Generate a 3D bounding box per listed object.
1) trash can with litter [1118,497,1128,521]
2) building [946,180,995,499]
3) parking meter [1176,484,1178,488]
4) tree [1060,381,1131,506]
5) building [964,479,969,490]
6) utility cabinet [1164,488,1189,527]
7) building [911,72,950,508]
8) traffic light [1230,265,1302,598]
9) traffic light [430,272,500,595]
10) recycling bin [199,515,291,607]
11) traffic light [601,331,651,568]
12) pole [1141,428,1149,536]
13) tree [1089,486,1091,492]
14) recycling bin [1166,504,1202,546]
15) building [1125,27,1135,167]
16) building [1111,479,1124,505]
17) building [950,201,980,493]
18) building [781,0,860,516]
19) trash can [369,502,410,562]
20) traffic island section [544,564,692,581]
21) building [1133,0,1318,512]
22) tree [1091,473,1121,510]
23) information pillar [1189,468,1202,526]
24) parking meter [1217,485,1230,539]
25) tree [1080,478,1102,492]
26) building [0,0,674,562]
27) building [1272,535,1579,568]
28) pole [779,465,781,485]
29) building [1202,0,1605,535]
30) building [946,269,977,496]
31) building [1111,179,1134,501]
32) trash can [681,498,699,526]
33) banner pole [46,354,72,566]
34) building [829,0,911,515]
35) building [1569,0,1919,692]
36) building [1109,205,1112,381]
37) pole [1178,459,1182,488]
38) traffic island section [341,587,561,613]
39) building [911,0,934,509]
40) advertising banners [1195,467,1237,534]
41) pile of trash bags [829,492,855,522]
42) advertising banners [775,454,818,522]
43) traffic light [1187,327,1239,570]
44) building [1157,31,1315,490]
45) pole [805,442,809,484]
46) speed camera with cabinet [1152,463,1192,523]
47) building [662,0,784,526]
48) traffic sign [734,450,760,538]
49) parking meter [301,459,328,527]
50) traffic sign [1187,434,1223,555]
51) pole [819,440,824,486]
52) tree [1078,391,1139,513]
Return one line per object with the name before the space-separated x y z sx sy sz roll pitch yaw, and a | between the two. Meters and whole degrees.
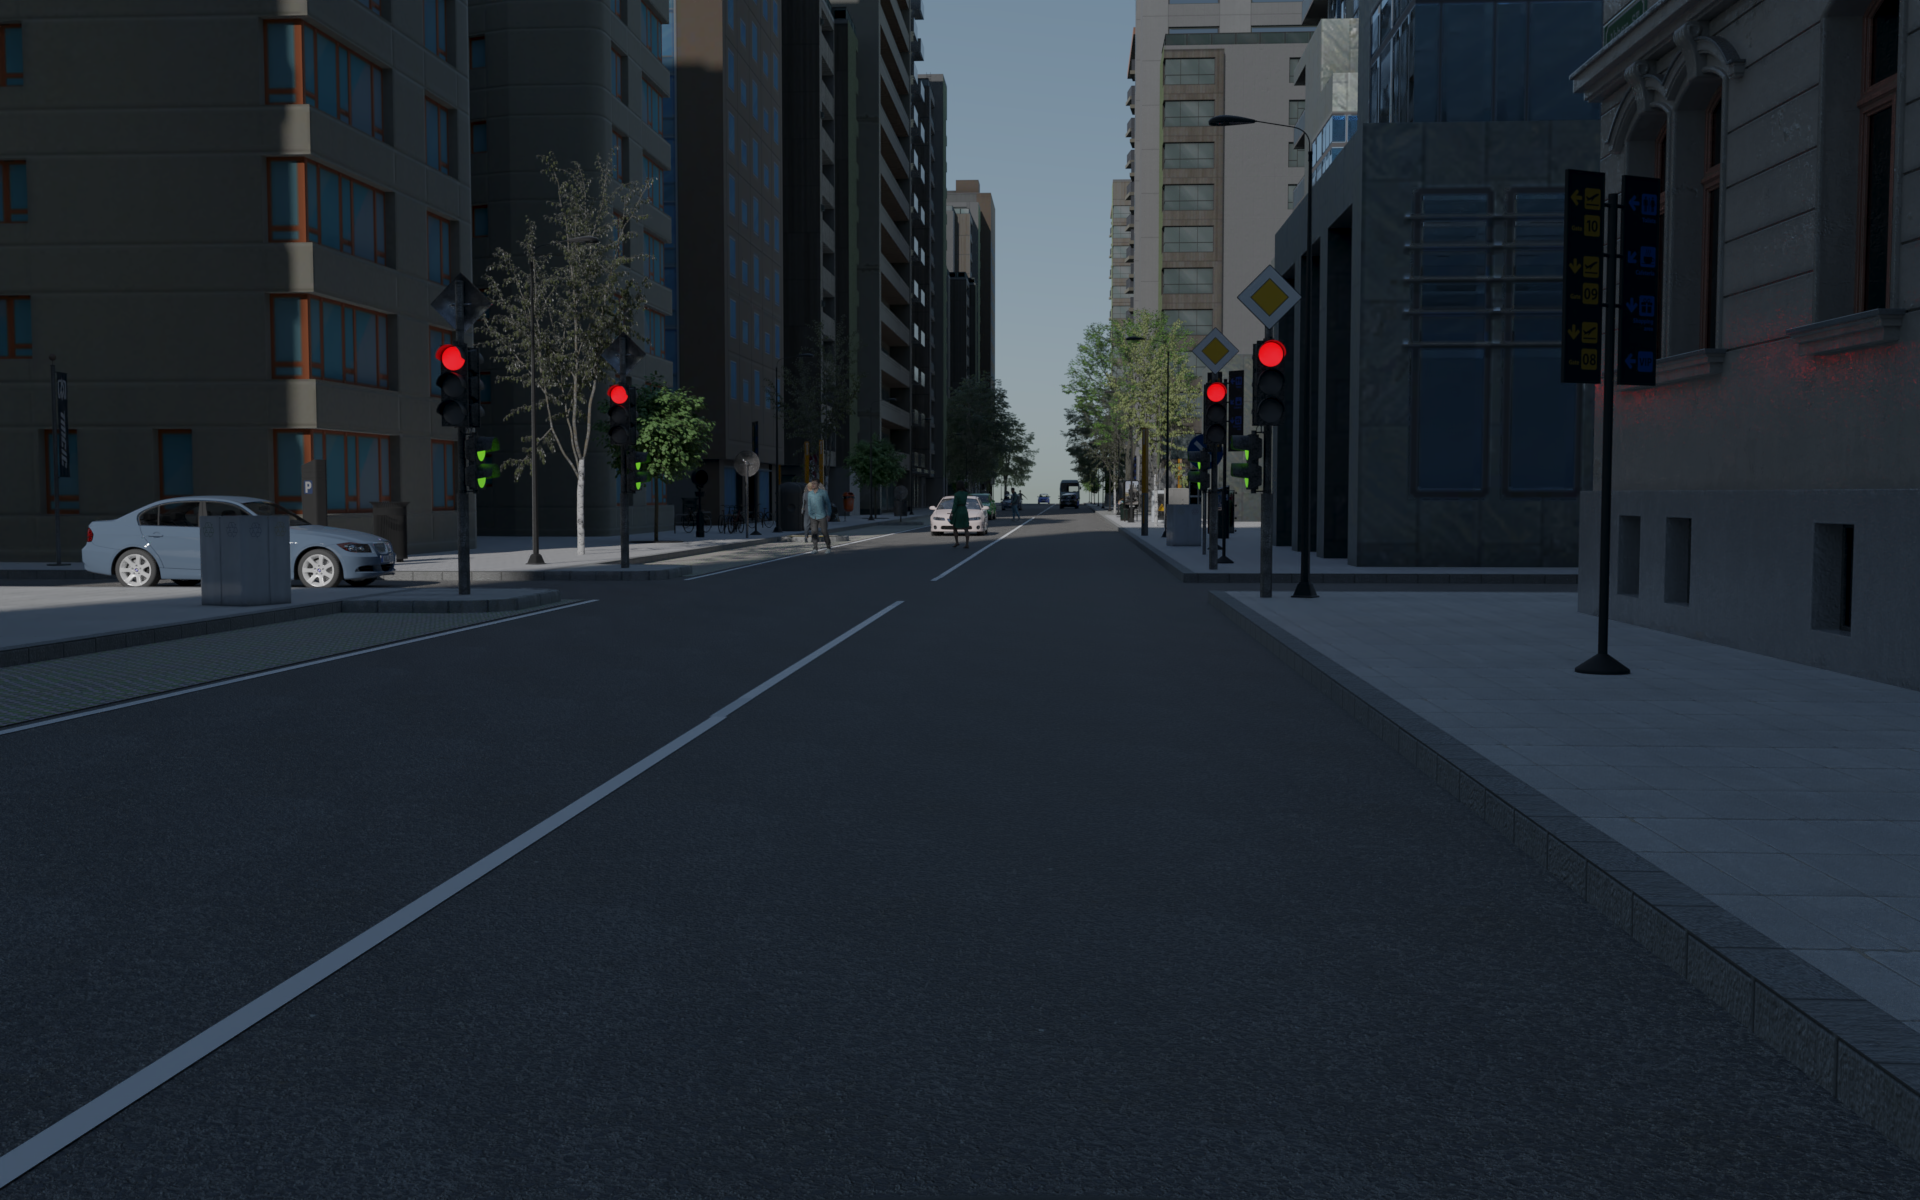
trash can with litter | 7.859 -4.395 83.242 0.624 1.170 1.055 0 4 0
building | -2.112 -36.726 250.576 14.600 45.320 14.200 0 4 4
parking meter | 12.839 -5.859 101.502 0.255 1.863 0.399 2 4 23
tree | 15.997 -17.305 189.583 9.857 13.997 8.962 0 3 0
building | -15.194 -31.315 203.876 32.217 40.220 23.993 0 4 4
utility cabinet | 8.279 -3.490 65.742 1.173 1.500 0.318 -3 4 -37
building | -8.706 -29.392 164.155 14.154 41.232 14.086 0 4 4
traffic light | 3.778 -1.985 21.378 0.839 4.253 0.868 0 4 4
traffic light | -6.313 -2.024 22.008 0.839 4.253 0.868 0 4 4
recycling bin | -8.306 -0.464 20.141 0.722 1.027 0.722 2 4 25
traffic light | -5.802 -2.511 29.976 0.839 4.253 0.868 0 4 4
pole | 5.679 -3.628 53.155 0.158 3.312 0.155 0 3 0
tree | 17.183 -13.876 221.469 1.663 3.219 1.824 0 3 0
recycling bin | 5.534 -1.851 42.812 0.722 1.027 0.722 0 4 -8
building | 26.690 -31.034 162.028 22.147 44.769 28.867 0 4 4
building | 34.205 -31.496 206.835 32.217 40.220 23.993 0 4 4
building | -4.604 -33.806 236.321 14.154 41.232 14.086 0 4 4
building | -13.561 -19.983 98.423 14.160 30.474 14.107 0 4 4
trash can | -10.730 -1.283 32.626 0.748 1.137 0.748 0 3 0
traffic island section | -5.841 -0.479 30.113 2.009 0.180 2.903 0 4 4
building | 23.892 -36.105 132.320 21.231 58.520 28.212 0 4 4
tree | 12.206 -9.033 142.283 1.663 3.219 1.824 0 3 0
information pillar | 6.713 -2.748 49.428 0.304 2.012 0.304 2 4 24
parking meter | 7.579 -2.539 49.916 0.372 1.533 0.369 0 3 0
tree | 19.368 -16.645 255.851 4.285 4.588 4.351 0 3 0
building | -24.776 -12.341 46.814 27.650 21.520 28.899 0 4 4
building | 23.162 -44.361 37.975 31.000 86.520 22.319 0 4 4
pole | -8.914 -5.595 85.324 0.158 3.312 0.155 0 3 0
building | 22.750 -46.427 71.757 22.319 86.520 31.000 0 4 4
building | -5.149 -27.577 222.585 14.160 30.474 14.107 0 4 4
building | 26.786 -33.225 226.819 14.154 41.232 14.086 0 4 4
trash can | -10.763 -3.511 69.054 0.748 1.137 0.748 0 3 0
banner pole | -16.196 -2.519 31.195 0.401 3.779 0.863 0 4 -6
building | -14.862 -30.111 116.019 21.300 48.544 21.600 0 4 4
building | 12.201 -13.400 6.474 14.401 28.519 23.554 0 4 4
building | 32.470 -36.286 247.897 22.147 44.769 28.867 0 4 4
pole | 12.778 -6.537 100.721 0.158 3.312 0.155 0 3 0
traffic island section | -6.353 0.008 22.145 2.009 0.180 2.903 0 4 4
building | -14.666 -31.952 142.023 23.786 49.044 30.456 0 4 4
advertising banners | 8.207 -3.653 55.921 2.074 3.025 0.090 -3 4 -38
pile of trash bags | -6.287 -4.320 80.381 3.447 1.369 1.912 -3 5 -43
advertising banners | -7.175 -4.887 76.082 2.074 3.025 0.090 1 4 20
traffic light | 4.290 -2.473 29.347 0.839 4.253 0.868 0 4 4
building | 19.813 -20.830 112.273 14.160 30.474 14.107 0 4 4
pole | -5.940 -4.491 67.263 0.158 3.312 0.155 0 3 0
speed camera with cabinet | 9.563 -5.052 76.940 2.038 3.252 0.660 1 4 11
building | -15.848 -26.046 75.958 14.600 45.320 14.200 0 4 4
traffic sign | -6.205 -3.076 50.400 0.768 2.556 0.104 0 4 4
parking meter | -10.961 -1.450 29.421 0.399 1.863 0.255 2 4 33
traffic sign | 5.174 -2.232 36.607 0.768 2.556 0.104 1 4 10
pole | -5.209 -4.362 65.168 0.158 3.312 0.155 0 3 0
tree | 10.028 -10.029 114.331 4.360 8.622 3.978 0 3 0
